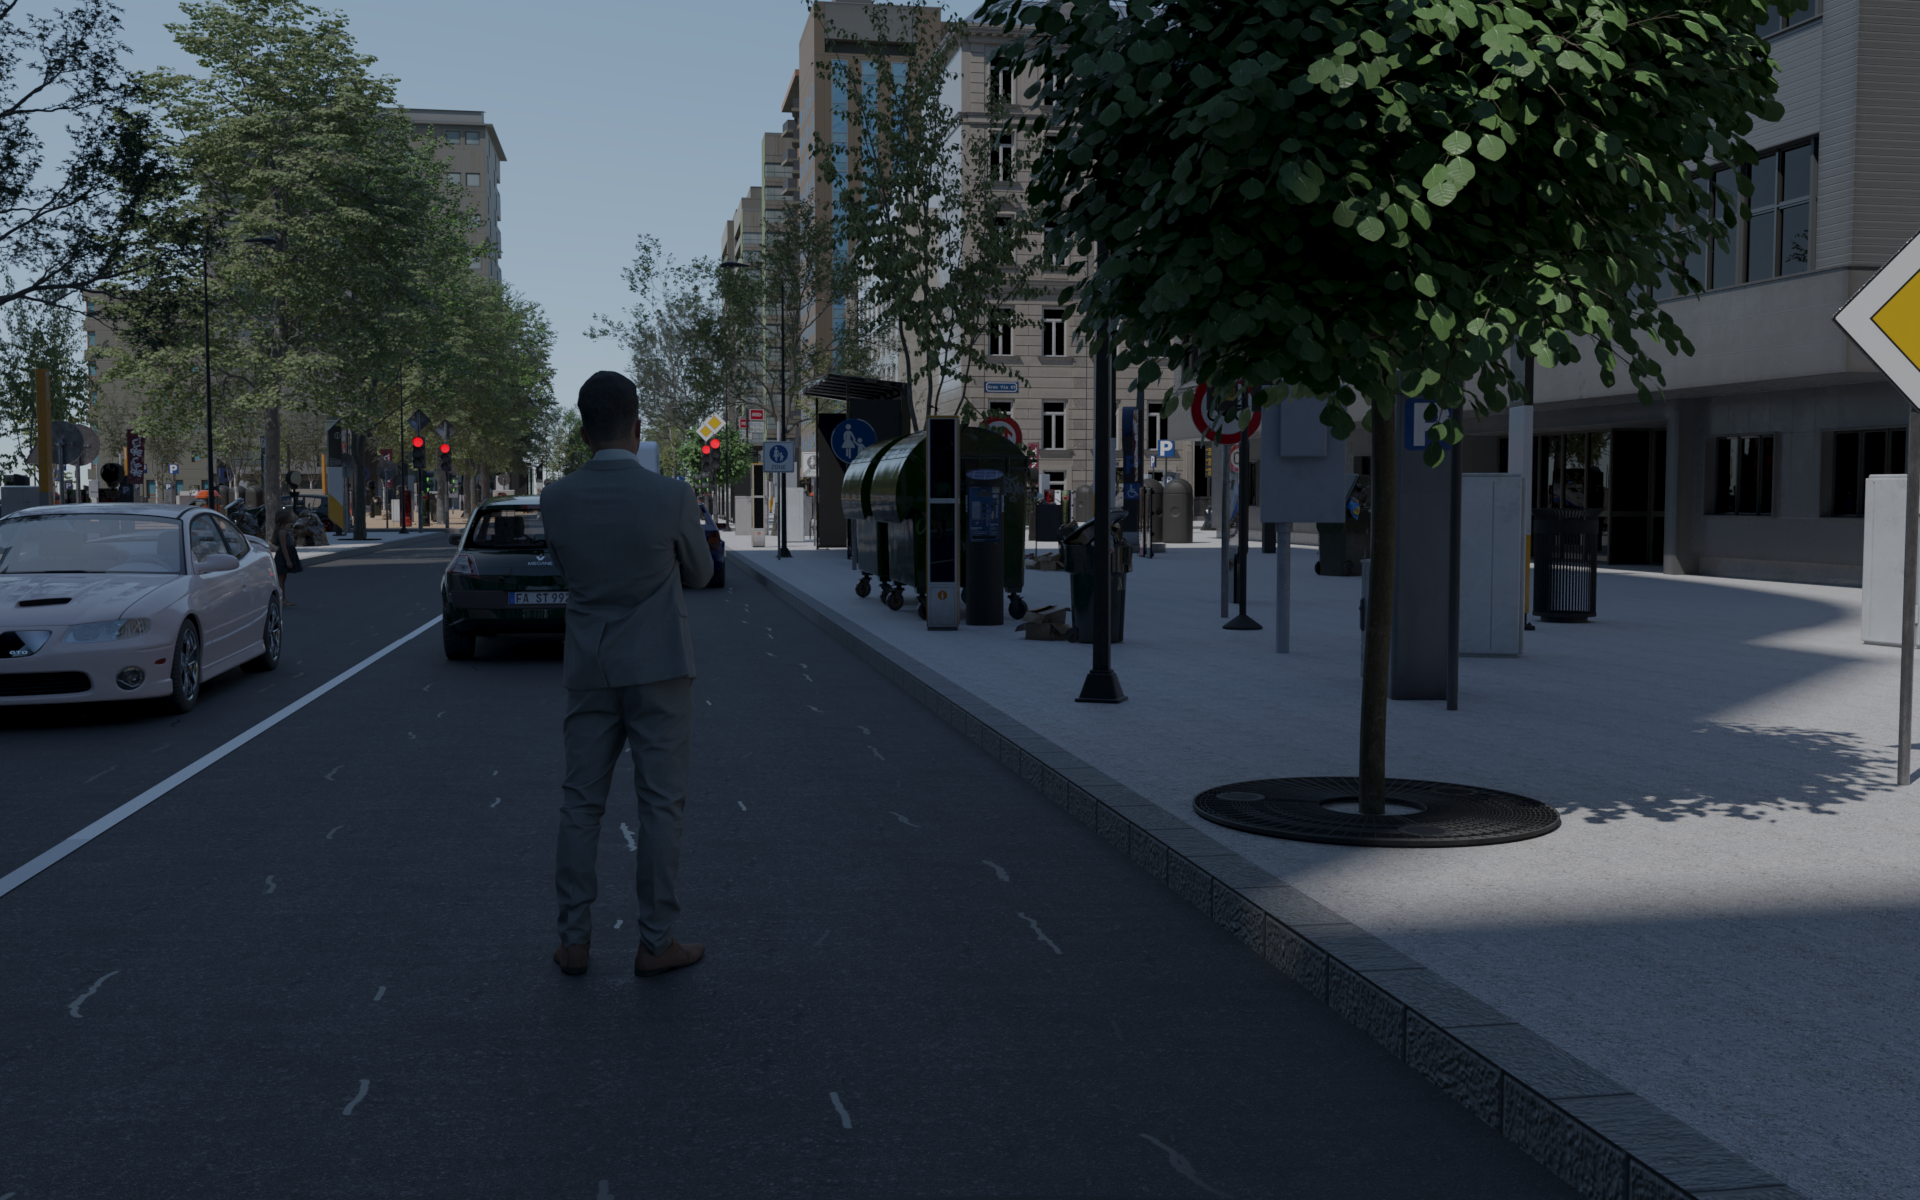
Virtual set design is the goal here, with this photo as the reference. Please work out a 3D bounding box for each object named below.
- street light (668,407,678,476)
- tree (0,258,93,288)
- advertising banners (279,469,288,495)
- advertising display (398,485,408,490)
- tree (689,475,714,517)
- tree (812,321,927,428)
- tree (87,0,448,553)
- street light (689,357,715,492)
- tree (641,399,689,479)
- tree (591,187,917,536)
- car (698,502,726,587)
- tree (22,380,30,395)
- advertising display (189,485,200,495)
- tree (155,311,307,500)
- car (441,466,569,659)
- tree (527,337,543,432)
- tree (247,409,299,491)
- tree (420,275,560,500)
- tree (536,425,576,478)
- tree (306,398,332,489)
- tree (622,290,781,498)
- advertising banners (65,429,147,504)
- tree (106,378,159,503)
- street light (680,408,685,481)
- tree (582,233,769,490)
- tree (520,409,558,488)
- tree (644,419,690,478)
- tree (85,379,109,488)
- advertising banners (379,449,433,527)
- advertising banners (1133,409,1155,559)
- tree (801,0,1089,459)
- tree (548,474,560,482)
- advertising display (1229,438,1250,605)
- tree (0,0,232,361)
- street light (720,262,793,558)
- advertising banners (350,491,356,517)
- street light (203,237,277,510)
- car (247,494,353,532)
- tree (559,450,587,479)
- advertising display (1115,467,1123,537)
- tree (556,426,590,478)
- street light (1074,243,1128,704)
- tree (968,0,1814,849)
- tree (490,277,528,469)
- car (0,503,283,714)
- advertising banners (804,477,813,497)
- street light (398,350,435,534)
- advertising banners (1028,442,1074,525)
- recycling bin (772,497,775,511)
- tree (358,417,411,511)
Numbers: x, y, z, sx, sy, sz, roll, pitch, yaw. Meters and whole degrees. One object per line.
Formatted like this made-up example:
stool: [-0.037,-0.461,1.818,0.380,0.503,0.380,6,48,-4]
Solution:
street light: [-14.730,-7.349,92.695,1.470,5.913,1.316,-1,4,-10]
tree: [-28.071,-6.258,52.686,4.737,8.622,4.395,0,3,0]
advertising banners: [-47.024,-7.597,120.397,0.090,3.025,2.074,0,4,-7]
advertising display: [-40.759,-7.436,126.789,0.974,1.923,0.123,2,4,31]
tree: [-14.212,-6.149,95.140,1.663,3.219,1.824,0,3,0]
tree: [-3.632,-7.485,72.748,4.360,8.622,3.978,0,3,0]
tree: [-14.722,-7.329,37.962,7.486,12.596,7.792,0,3,0]
street light: [-8.462,-5.275,58.790,1.470,5.913,1.316,-1,4,-10]
tree: [-34.698,-17.641,206.563,7.486,12.596,7.792,0,3,0]
tree: [-5.363,-7.233,52.674,7.601,10.594,8.767,2,4,27]
car: [-4.701,-0.929,27.768,1.945,1.354,3.894,-1,4,-11]
tree: [-40.776,-7.381,71.040,4.360,8.622,3.978,0,3,0]
advertising display: [-53.778,-7.126,121.722,0.974,1.923,0.123,2,4,29]
tree: [-29.157,-7.285,69.473,4.360,8.622,3.978,0,3,0]
car: [-3.894,-0.413,16.532,2.009,1.686,4.222,-1,4,-10]
tree: [-24.962,-10.448,88.954,7.486,12.596,7.792,0,3,0]
tree: [-51.431,-11.025,130.623,4.737,8.622,4.395,0,3,0]
tree: [-27.350,-11.813,99.798,9.857,13.997,8.962,0,3,0]
tree: [-41.624,-13.925,178.032,4.737,8.622,4.395,0,3,0]
tree: [-40.008,-9.561,106.688,4.360,8.622,3.978,0,3,0]
tree: [-15.783,-11.863,104.330,12.009,13.543,11.850,0,3,0]
advertising banners: [-22.812,-3.065,46.300,2.074,3.025,0.090,-2,4,-28]
tree: [-44.507,-8.930,96.376,4.360,8.622,3.978,0,3,0]
street light: [-10.151,-5.827,67.813,1.470,5.913,1.316,-1,4,-10]
tree: [-20.669,-16.577,126.928,12.611,20.169,13.585,0,3,0]
tree: [-36.421,-12.142,148.881,4.360,8.622,3.978,0,3,0]
tree: [-25.232,-12.316,151.729,4.737,8.622,4.395,0,3,0]
tree: [-51.644,-9.535,106.263,4.360,8.622,3.978,0,3,0]
advertising banners: [-21.629,-4.368,67.608,2.074,3.025,0.090,-3,5,-40]
advertising banners: [3.714,-2.385,35.178,0.090,3.025,2.074,0,4,-5]
tree: [-0.395,-4.520,24.268,4.737,8.622,4.395,0,3,0]
tree: [-36.219,-9.761,154.197,1.663,3.219,1.824,0,3,0]
advertising display: [3.245,-0.927,20.374,0.123,1.923,0.974,0,4,-2]
tree: [-13.579,-5.427,23.151,7.601,10.594,8.767,-1,4,-23]
street light: [-4.099,-3.811,34.855,1.470,5.913,1.316,-1,4,-10]
advertising banners: [-34.805,-6.285,98.953,0.090,3.025,2.074,-2,4,-31]
street light: [-13.042,-3.599,31.389,1.470,5.913,1.316,-1,4,-10]
car: [-23.616,-3.132,60.997,4.222,1.686,2.009,-1,4,-10]
tree: [-59.615,-21.992,276.570,9.611,12.733,9.660,0,3,0]
advertising display: [3.935,-2.214,41.410,0.974,1.923,0.123,-2,4,-35]
tree: [-50.810,-18.199,231.964,7.601,10.594,8.767,-1,4,-11]
street light: [0.345,-2.321,10.483,1.470,5.913,1.316,-1,4,-10]
tree: [1.598,-1.410,6.775,4.285,4.588,4.351,0,3,0]
tree: [-22.212,-9.436,72.413,7.486,12.596,7.792,0,3,0]
car: [-6.231,-0.016,12.619,2.083,1.381,4.827,-1,4,-11]
advertising banners: [-8.635,-6.238,98.173,0.090,3.025,2.074,1,4,17]
street light: [-17.427,-5.096,55.856,1.470,5.913,1.316,-1,4,-10]
advertising banners: [3.020,-3.790,58.152,0.090,3.025,2.074,-3,5,-44]
recycling bin: [-13.971,-7.093,128.519,0.722,1.027,0.722,0,4,-4]
tree: [-43.927,-11.149,132.644,4.360,8.622,3.978,0,3,0]
